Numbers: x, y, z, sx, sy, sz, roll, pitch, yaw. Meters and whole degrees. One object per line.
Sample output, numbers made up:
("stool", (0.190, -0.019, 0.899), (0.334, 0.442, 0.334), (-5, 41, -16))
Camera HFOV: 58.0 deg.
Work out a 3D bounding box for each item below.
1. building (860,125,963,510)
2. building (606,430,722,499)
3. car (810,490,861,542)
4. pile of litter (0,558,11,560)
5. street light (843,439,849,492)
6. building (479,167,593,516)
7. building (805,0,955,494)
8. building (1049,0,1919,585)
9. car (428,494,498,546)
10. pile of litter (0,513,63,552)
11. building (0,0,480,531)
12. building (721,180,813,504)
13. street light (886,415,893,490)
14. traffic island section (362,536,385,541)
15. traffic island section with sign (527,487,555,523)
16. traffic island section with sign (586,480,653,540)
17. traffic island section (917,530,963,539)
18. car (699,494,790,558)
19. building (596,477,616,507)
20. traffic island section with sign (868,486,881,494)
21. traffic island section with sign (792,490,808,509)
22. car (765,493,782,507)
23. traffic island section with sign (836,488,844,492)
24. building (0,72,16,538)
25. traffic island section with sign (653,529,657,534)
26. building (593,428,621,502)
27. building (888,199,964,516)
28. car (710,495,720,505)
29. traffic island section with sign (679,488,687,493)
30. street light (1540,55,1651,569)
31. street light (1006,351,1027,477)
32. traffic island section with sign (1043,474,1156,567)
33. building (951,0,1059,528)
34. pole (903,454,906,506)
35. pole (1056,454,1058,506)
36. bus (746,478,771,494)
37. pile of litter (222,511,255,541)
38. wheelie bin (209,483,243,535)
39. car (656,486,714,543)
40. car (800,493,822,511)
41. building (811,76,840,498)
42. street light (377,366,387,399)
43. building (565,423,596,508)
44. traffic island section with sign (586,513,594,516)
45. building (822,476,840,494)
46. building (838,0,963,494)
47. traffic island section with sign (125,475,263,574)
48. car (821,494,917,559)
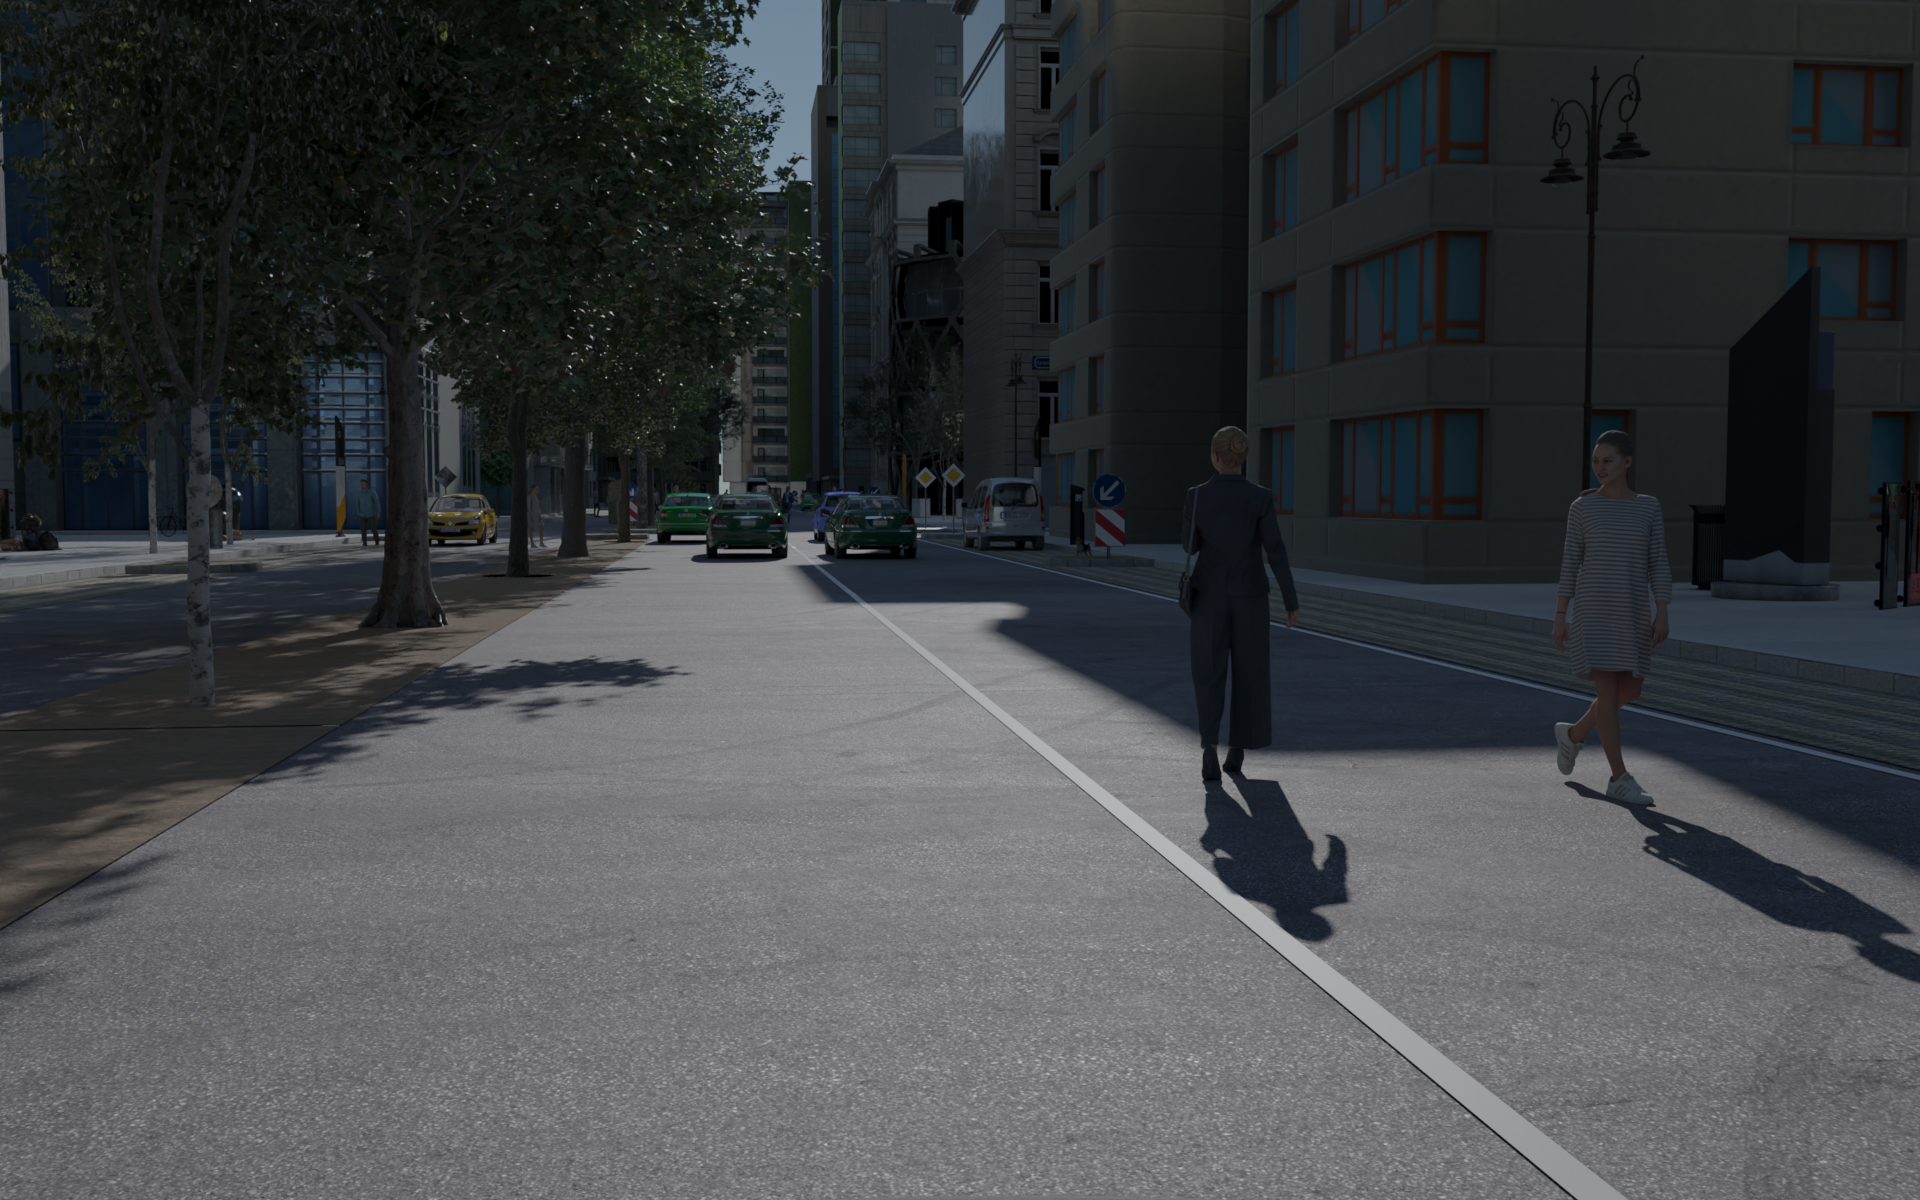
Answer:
("building", (0.425, -20.840, 128.129), (14.401, 28.519, 23.554), (0, 4, -8))
("building", (-42.633, -37.031, 229.163), (21.600, 48.544, 21.300), (0, 4, -8))
("car", (-3.646, -2.693, 53.622), (1.945, 1.707, 3.694), (0, 4, -7))
("pile of litter", (-19.385, -1.198, 33.558), (1.719, 0.858, 1.176), (-1, 4, -21))
("street light", (-9.186, -10.136, 138.515), (0.468, 5.910, 1.993), (0, 4, -8))
("building", (-36.806, -30.133, 112.275), (23.786, 49.044, 30.456), (0, 4, -8))
("building", (-7.645, -46.847, 204.195), (20.563, 71.187, 20.611), (0, 4, -8))
("building", (18.361, -11.926, 40.027), (27.650, 21.520, 28.899), (0, 4, -8))
("car", (-14.217, -2.387, 49.247), (2.015, 1.641, 3.980), (-1, 4, -8))
("pile of litter", (-21.161, -1.539, 39.125), (1.719, 0.858, 1.176), (-3, 5, -42))
("building", (-32.443, -46.486, 72.713), (22.319, 86.520, 31.000), (0, 4, -8))
("building", (-24.398, -33.276, 227.663), (14.086, 41.232, 14.154), (0, 4, -8))
("street light", (-4.175, -7.852, 101.162), (0.468, 5.910, 1.993), (0, 4, -8))
("traffic island section", (-17.328, -1.941, 54.021), (2.009, 0.180, 2.903), (0, 4, -8))
("traffic island section with sign", (-21.471, -4.808, 87.238), (1.989, 1.847, 2.006), (0, 4, -8))
("traffic island section with sign", (-10.924, -2.873, 55.115), (2.006, 1.907, 1.989), (0, 4, -8))
("traffic island section", (-0.189, -2.081, 56.311), (2.009, 0.180, 2.903), (0, 4, -8))
("car", (-4.971, -1.732, 40.122), (2.131, 1.459, 4.920), (-1, 4, -9))
("building", (-51.677, -29.524, 174.599), (32.217, 40.220, 23.993), (0, 4, -8))
("traffic island section with sign", (-4.541, -4.896, 88.676), (1.989, 1.847, 2.006), (0, 4, -8))
("traffic island section with sign", (-14.857, -9.589, 165.411), (1.989, 1.847, 2.006), (0, 4, -8))
("car", (-14.256, -7.382, 129.743), (2.155, 1.783, 4.494), (0, 4, -8))
("traffic island section with sign", (-8.126, -6.530, 115.393), (1.989, 1.847, 2.006), (0, 4, -8))
("building", (-38.818, -30.384, 38.781), (28.212, 58.520, 21.231), (0, 4, -8))
("traffic island section with sign", (-11.902, -3.322, 62.457), (2.006, 1.907, 1.989), (0, 4, -8))
("building", (-53.705, -33.268, 198.551), (28.867, 44.769, 22.147), (0, 4, -8))
("building", (3.882, -14.685, 107.554), (16.820, 18.784, 16.811), (0, 4, -8))
("car", (-24.176, -9.723, 171.336), (2.083, 1.381, 4.827), (0, 4, -7))
("traffic island section with sign", (-21.923, -7.877, 136.927), (2.006, 1.907, 1.989), (0, 4, -8))
("street light", (6.852, -2.818, 18.860), (0.468, 5.910, 1.993), (0, 4, -8))
("street light", (1.806, -5.091, 56.029), (0.468, 5.910, 1.993), (0, 4, -8))
("traffic island section with sign", (2.723, -1.596, 34.721), (1.989, 1.847, 2.006), (0, 4, -8))
("building", (12.868, -16.788, 71.750), (25.104, 27.353, 12.463), (0, 4, -8))
("pole", (-2.863, -5.816, 88.941), (0.158, 3.312, 0.155), (0, 3, 0))
("pole", (3.661, -4.307, 64.255), (0.158, 3.312, 0.155), (0, 3, 0))
("bus", (-23.951, -12.866, 205.223), (2.948, 3.499, 13.247), (0, 4, -6))
("pile of litter", (-20.224, -2.053, 47.538), (1.719, 0.858, 1.176), (-2, 4, -29))
("wheelie bin", (-20.825, -2.525, 49.194), (0.693, 1.594, 0.980), (3, 5, 42))
("car", (-8.154, -2.654, 52.192), (1.959, 1.807, 4.718), (0, 4, -7))
("car", (-12.523, -8.413, 146.345), (1.959, 1.807, 4.718), (0, 4, -8))
("building", (-8.769, -32.856, 187.306), (14.600, 45.320, 14.200), (0, 4, -8))
("street light", (-20.459, -5.456, 61.986), (0.468, 5.910, 1.993), (0, 4, -8))
("building", (-46.625, -18.601, 149.165), (27.650, 21.520, 28.899), (0, 4, -8))
("traffic island section with sign", (-25.062, -6.442, 113.954), (1.989, 1.847, 2.006), (0, 4, -8))
("building", (2.904, -29.195, 169.224), (32.217, 40.220, 23.993), (0, 4, -8))
("building", (-3.478, -28.435, 148.505), (14.154, 41.232, 14.086), (0, 4, -8))
("traffic island section with sign", (-14.032, -1.425, 31.920), (1.989, 1.847, 2.006), (0, 4, -8))
("car", (-2.096, -1.722, 39.953), (2.131, 1.459, 4.920), (-1, 4, -9))
